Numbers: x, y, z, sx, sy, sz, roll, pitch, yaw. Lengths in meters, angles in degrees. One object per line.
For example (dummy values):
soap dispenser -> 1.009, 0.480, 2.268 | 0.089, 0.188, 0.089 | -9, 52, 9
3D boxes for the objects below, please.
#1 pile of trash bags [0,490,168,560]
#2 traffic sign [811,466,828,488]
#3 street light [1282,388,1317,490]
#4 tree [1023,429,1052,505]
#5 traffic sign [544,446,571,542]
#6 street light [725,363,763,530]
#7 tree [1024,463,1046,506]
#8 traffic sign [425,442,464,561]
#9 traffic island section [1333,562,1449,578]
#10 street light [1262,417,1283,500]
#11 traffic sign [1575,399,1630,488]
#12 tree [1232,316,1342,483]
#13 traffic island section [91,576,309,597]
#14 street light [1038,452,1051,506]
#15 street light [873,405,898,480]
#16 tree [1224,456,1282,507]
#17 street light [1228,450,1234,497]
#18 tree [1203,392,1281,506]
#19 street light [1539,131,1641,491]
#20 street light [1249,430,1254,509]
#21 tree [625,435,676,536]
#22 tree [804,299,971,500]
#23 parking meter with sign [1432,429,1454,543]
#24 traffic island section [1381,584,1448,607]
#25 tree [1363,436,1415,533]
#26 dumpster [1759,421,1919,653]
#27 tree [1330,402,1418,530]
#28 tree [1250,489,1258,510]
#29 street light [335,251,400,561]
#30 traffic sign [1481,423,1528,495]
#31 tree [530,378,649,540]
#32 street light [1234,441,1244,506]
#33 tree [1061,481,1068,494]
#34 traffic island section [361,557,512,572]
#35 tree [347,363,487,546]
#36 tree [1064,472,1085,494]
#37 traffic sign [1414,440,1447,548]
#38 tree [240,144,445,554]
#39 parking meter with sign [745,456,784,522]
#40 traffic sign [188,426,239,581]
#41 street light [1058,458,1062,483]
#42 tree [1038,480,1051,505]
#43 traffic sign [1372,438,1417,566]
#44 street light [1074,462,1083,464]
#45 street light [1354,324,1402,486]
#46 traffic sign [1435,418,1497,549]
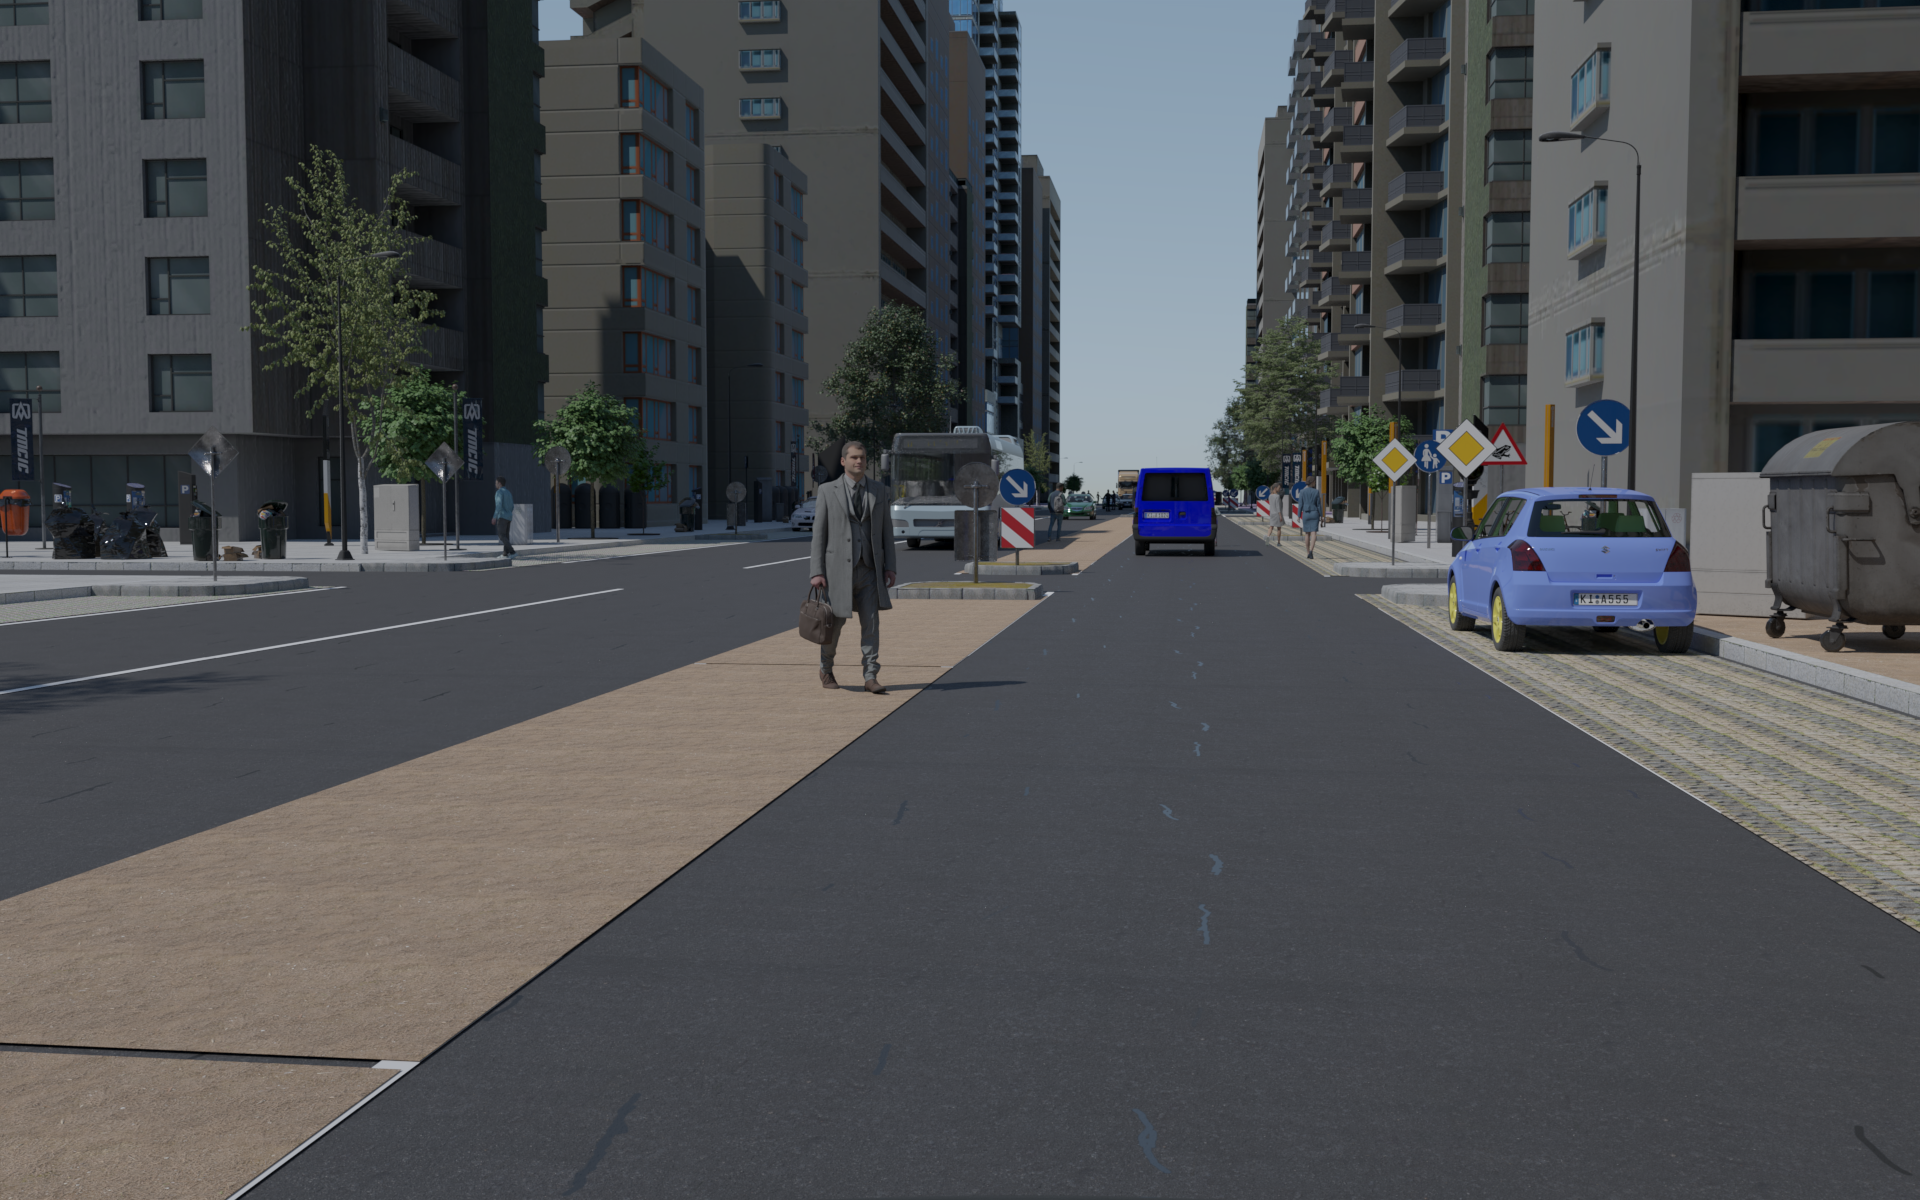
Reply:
pile of trash bags -> -17.722, -1.531, 34.784 | 3.447, 1.369, 1.912 | 1, 4, 9
traffic sign -> -6.311, -4.737, 77.563 | 0.768, 2.556, 0.104 | 1, 4, 9
street light -> 15.066, -6.329, 76.019 | 1.470, 5.913, 1.316 | 0, 4, 7
tree -> 8.658, -14.994, 195.507 | 4.737, 8.622, 4.395 | 0, 3, 0
traffic sign -> -10.673, -2.802, 45.926 | 0.768, 2.556, 0.104 | 1, 4, 13
street light -> -7.686, -5.457, 61.765 | 1.470, 5.913, 1.316 | 0, 4, 7
tree -> 7.291, -11.995, 179.825 | 4.285, 4.588, 4.351 | 0, 3, 0
traffic sign -> -9.921, -1.817, 33.346 | 0.795, 2.450, 0.064 | 0, 4, 7
traffic island section -> 7.794, -0.539, 31.093 | 2.009, 0.180, 2.903 | 0, 4, 7
street light -> 18.971, -8.094, 104.885 | 1.470, 5.913, 1.316 | 0, 4, 7
traffic sign -> 8.688, -1.423, 23.375 | 0.768, 2.556, 0.104 | 1, 4, 14
tree -> 20.922, -11.790, 110.898 | 7.486, 12.596, 7.792 | 0, 3, 0
traffic island section -> -10.982, -0.196, 25.493 | 2.009, 0.180, 2.903 | 0, 4, 7
street light -> 9.329, -13.405, 191.712 | 1.470, 5.913, 1.316 | 0, 4, 7
street light -> -3.932, -7.194, 90.168 | 1.470, 5.913, 1.316 | 0, 4, 7
tree -> 23.782, -9.323, 136.146 | 4.285, 4.588, 4.351 | 0, 3, 0
street light -> 28.869, -12.762, 181.202 | 1.470, 5.913, 1.316 | 0, 4, 7
tree -> 31.947, -16.939, 193.958 | 9.611, 12.733, 9.660 | 0, 3, 0
street light -> 8.112, -3.043, 22.287 | 1.470, 5.913, 1.316 | 0, 4, 7
street light -> 21.483, -9.261, 123.961 | 1.470, 5.913, 1.316 | 0, 4, 7
tree -> -9.941, -3.625, 53.877 | 1.663, 3.219, 1.824 | 0, 3, 0
tree -> -3.947, -11.305, 101.848 | 9.611, 12.733, 9.660 | 0, 3, 0
parking meter with sign -> 12.863, -3.044, 46.027 | 0.543, 3.016, 1.738 | 1, 4, 12
traffic island section -> 6.758, -0.055, 23.175 | 2.009, 0.180, 2.903 | 0, 4, 7
tree -> 13.957, -3.836, 57.328 | 1.663, 3.219, 1.824 | 0, 3, 0
dumpster -> 7.662, -0.540, 14.584 | 1.264, 1.857, 1.865 | 0, 4, 8
tree -> 14.735, -4.781, 61.889 | 4.285, 4.588, 4.351 | 0, 3, 0
tree -> 24.079, -8.932, 140.632 | 1.663, 3.219, 1.824 | 0, 3, 0
street light -> -11.400, -3.720, 33.357 | 1.470, 5.913, 1.316 | 0, 4, 7
traffic sign -> 9.907, -1.938, 31.689 | 0.884, 2.594, 0.081 | 1, 4, 15
tree -> -10.361, -4.002, 49.148 | 4.285, 4.588, 4.351 | 0, 3, 0
street light -> 25.200, -11.024, 152.788 | 1.470, 5.913, 1.316 | 0, 4, 7
tree -> 14.181, -14.899, 238.194 | 1.663, 3.219, 1.824 | 0, 3, 0
traffic island section -> -9.945, -0.681, 33.411 | 2.009, 0.180, 2.903 | 0, 4, 7
tree -> -13.599, -3.657, 43.505 | 4.285, 4.588, 4.351 | 0, 3, 0
tree -> 16.805, -16.600, 255.127 | 4.285, 4.588, 4.351 | 0, 3, 0
traffic sign -> 11.062, -2.489, 40.794 | 0.768, 2.556, 0.104 | 1, 4, 9
tree -> -12.773, -5.274, 36.588 | 4.737, 8.622, 4.395 | 0, 3, 0
parking meter with sign -> -8.989, -5.100, 79.649 | 1.738, 3.016, 0.543 | -1, 4, -15
traffic sign -> -10.957, -1.332, 25.429 | 0.795, 2.450, 0.064 | 0, 4, 7
street light -> 13.033, -15.152, 220.280 | 1.470, 5.913, 1.316 | 0, 4, 7
tree -> 9.902, -13.109, 208.939 | 1.663, 3.219, 1.824 | 0, 3, 0
traffic sign -> 7.770, -1.674, 31.019 | 0.795, 2.450, 0.064 | 0, 4, 7
street light -> 16.987, -16.960, 249.838 | 1.470, 5.913, 1.316 | 0, 4, 7
street light -> 11.459, -4.577, 47.382 | 1.470, 5.913, 1.316 | 0, 4, 7
traffic sign -> 6.734, -1.190, 23.101 | 0.795, 2.450, 0.064 | 0, 4, 7
